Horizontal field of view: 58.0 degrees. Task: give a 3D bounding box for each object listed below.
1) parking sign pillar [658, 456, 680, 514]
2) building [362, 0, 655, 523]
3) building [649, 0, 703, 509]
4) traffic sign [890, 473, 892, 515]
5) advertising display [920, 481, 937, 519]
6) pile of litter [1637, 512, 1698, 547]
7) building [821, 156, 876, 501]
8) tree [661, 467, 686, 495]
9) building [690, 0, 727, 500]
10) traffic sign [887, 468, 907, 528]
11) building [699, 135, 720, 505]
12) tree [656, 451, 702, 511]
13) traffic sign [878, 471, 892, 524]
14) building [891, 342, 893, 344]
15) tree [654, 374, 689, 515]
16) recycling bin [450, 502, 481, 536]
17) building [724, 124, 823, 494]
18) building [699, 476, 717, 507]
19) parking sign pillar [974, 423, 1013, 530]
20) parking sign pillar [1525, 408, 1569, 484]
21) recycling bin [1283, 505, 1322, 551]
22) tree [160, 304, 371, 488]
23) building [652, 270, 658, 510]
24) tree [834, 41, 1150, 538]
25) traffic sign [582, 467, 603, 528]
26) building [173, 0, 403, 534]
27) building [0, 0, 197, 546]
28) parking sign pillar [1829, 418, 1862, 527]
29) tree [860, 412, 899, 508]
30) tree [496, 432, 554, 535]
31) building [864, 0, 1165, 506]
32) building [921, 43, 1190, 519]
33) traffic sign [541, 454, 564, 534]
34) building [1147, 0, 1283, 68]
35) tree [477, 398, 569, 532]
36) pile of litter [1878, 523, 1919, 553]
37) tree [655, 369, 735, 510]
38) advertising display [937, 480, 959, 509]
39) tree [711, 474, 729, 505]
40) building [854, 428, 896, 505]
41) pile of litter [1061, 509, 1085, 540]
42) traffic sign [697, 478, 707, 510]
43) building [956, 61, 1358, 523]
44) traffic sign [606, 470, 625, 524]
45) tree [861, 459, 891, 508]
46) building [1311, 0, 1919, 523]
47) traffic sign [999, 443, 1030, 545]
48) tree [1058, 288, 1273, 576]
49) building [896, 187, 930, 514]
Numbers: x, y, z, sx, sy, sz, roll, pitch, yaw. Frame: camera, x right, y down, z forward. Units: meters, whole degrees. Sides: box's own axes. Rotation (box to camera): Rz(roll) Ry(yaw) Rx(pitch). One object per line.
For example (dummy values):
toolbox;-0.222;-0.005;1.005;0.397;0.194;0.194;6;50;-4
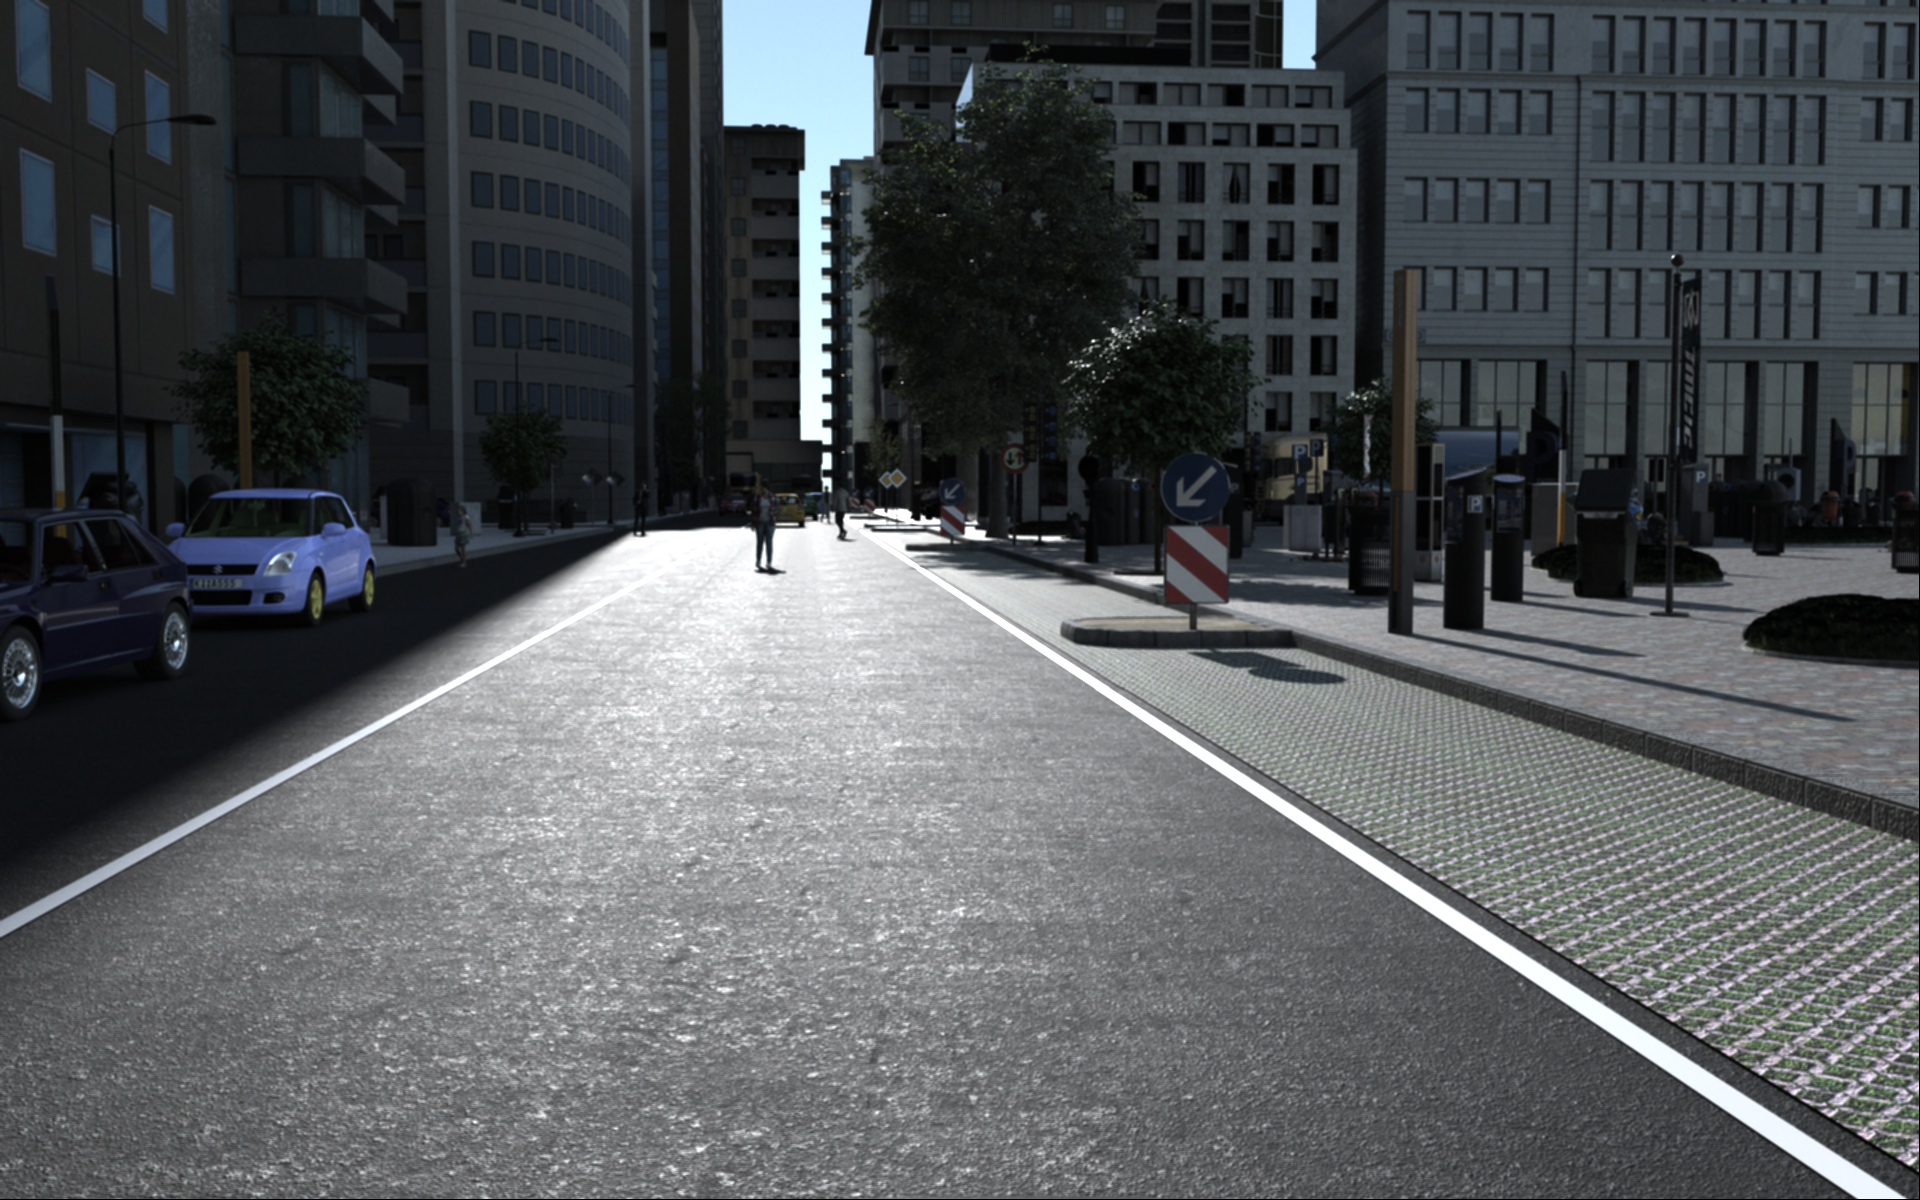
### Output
parking sign pillar;-18.811;-7.544;111.814;1.447;3.967;1.447;0;4;-2
building;-27.169;-33.230;85.303;21.231;58.520;28.212;0;4;-5
building;-30.381;-30.810;153.857;14.600;45.320;14.200;0;4;-5
traffic sign;-4.214;-6.450;105.559;0.768;2.556;0.104;0;4;-5
advertising display;-1.594;-5.082;88.308;0.974;1.923;0.123;-1;4;-11
pile of litter;16.894;-1.685;41.520;1.719;0.858;1.176;0;4;-2
building;-4.373;-38.284;245.553;30.456;49.044;23.786;0;4;-5
tree;-20.038;-7.746;121.252;1.663;3.219;1.824;0;3;0
building;-39.448;-47.255;210.863;20.611;71.187;20.563;0;4;-5
traffic sign;-2.411;-3.836;66.366;0.795;2.450;0.064;0;4;-5
building;-34.211;-31.105;192.157;14.154;41.232;14.086;0;4;-5
tree;-21.114;-8.955;130.122;4.285;4.588;4.351;0;3;0
traffic sign;-3.122;-4.323;74.319;0.795;2.450;0.064;0;4;-5
building;1.627;-18.132;138.257;13.314;21.916;24.055;0;4;-5
tree;-18.760;-9.567;106.777;4.360;8.622;3.978;0;3;0
recycling bin;-15.244;-2.497;53.388;0.722;1.027;0.722;-3;5;-41
building;-33.495;-40.156;245.789;27.495;52.752;28.713;0;4;-5
building;-41.011;-29.391;172.426;32.217;40.220;23.993;0;4;-5
parking sign pillar;1.242;-4.515;62.285;1.447;3.967;1.447;3;5;42
parking sign pillar;18.125;-3.979;53.536;1.447;3.967;1.447;-2;4;-35
recycling bin;7.753;-1.632;39.236;0.722;1.027;0.722;0;4;-1
tree;-11.976;-2.834;30.058;4.285;4.588;4.351;0;3;0
building;-36.541;-16.954;122.229;27.650;21.520;28.899;0;4;-5
tree;1.094;-8.807;50.654;9.857;13.997;8.962;0;3;0
traffic sign;-13.861;-3.775;65.366;0.795;2.450;0.064;0;4;-5
building;-32.553;-26.243;48.679;30.456;49.044;23.786;0;4;-5
building;-21.717;-23.006;26.267;14.600;45.320;14.200;0;4;-5
parking sign pillar;31.593;-4.497;61.994;1.447;3.967;1.447;-3;5;-42
tree;-7.130;-12.551;155.579;4.360;8.622;3.978;0;3;0
tree;-13.624;-3.634;54.017;1.663;3.219;1.824;0;3;0
building;4.964;-36.150;180.283;28.713;52.752;27.495;0;4;-5
building;4.570;-16.158;93.861;12.332;23.373;15.834;0;4;-5
traffic sign;-13.105;-3.395;55.611;0.768;2.556;0.104;0;4;-3
building;35.307;-49.492;247.453;20.611;71.187;20.563;0;4;-5
tree;-14.888;-4.623;59.306;4.285;4.588;4.351;0;3;0
pile of litter;21.158;-1.501;38.506;1.719;0.858;1.176;-1;4;-9
tree;-22.273;-13.327;143.651;9.928;11.665;9.643;0;3;0
advertising display;-0.486;-4.366;76.597;0.974;1.923;0.123;2;4;35
tree;-23.576;-10.716;169.806;1.663;3.219;1.824;0;3;0
building;-1.303;-54.760;208.003;22.319;86.520;31.000;0;4;-5
pile of litter;3.474;-2.173;49.499;1.176;0.858;1.719;0;4;3
traffic sign;-20.334;-8.353;136.682;0.768;2.556;0.104;0;4;-4
building;8.642;-13.830;80.868;16.860;20.320;10.420;0;4;-5
traffic sign;-14.573;-4.262;73.319;0.795;2.450;0.064;0;4;-5
tree;-7.859;-10.966;163.002;4.285;4.588;4.351;0;3;0
building;32.943;-18.682;82.937;29.804;29.767;11.434;0;4;-5
traffic sign;1.361;-2.636;43.208;0.768;2.556;0.104;0;4;-3
tree;3.272;-2.695;27.777;4.285;4.588;4.351;0;3;0
building;3.092;-16.634;113.761;13.314;21.916;24.055;0;4;-5
